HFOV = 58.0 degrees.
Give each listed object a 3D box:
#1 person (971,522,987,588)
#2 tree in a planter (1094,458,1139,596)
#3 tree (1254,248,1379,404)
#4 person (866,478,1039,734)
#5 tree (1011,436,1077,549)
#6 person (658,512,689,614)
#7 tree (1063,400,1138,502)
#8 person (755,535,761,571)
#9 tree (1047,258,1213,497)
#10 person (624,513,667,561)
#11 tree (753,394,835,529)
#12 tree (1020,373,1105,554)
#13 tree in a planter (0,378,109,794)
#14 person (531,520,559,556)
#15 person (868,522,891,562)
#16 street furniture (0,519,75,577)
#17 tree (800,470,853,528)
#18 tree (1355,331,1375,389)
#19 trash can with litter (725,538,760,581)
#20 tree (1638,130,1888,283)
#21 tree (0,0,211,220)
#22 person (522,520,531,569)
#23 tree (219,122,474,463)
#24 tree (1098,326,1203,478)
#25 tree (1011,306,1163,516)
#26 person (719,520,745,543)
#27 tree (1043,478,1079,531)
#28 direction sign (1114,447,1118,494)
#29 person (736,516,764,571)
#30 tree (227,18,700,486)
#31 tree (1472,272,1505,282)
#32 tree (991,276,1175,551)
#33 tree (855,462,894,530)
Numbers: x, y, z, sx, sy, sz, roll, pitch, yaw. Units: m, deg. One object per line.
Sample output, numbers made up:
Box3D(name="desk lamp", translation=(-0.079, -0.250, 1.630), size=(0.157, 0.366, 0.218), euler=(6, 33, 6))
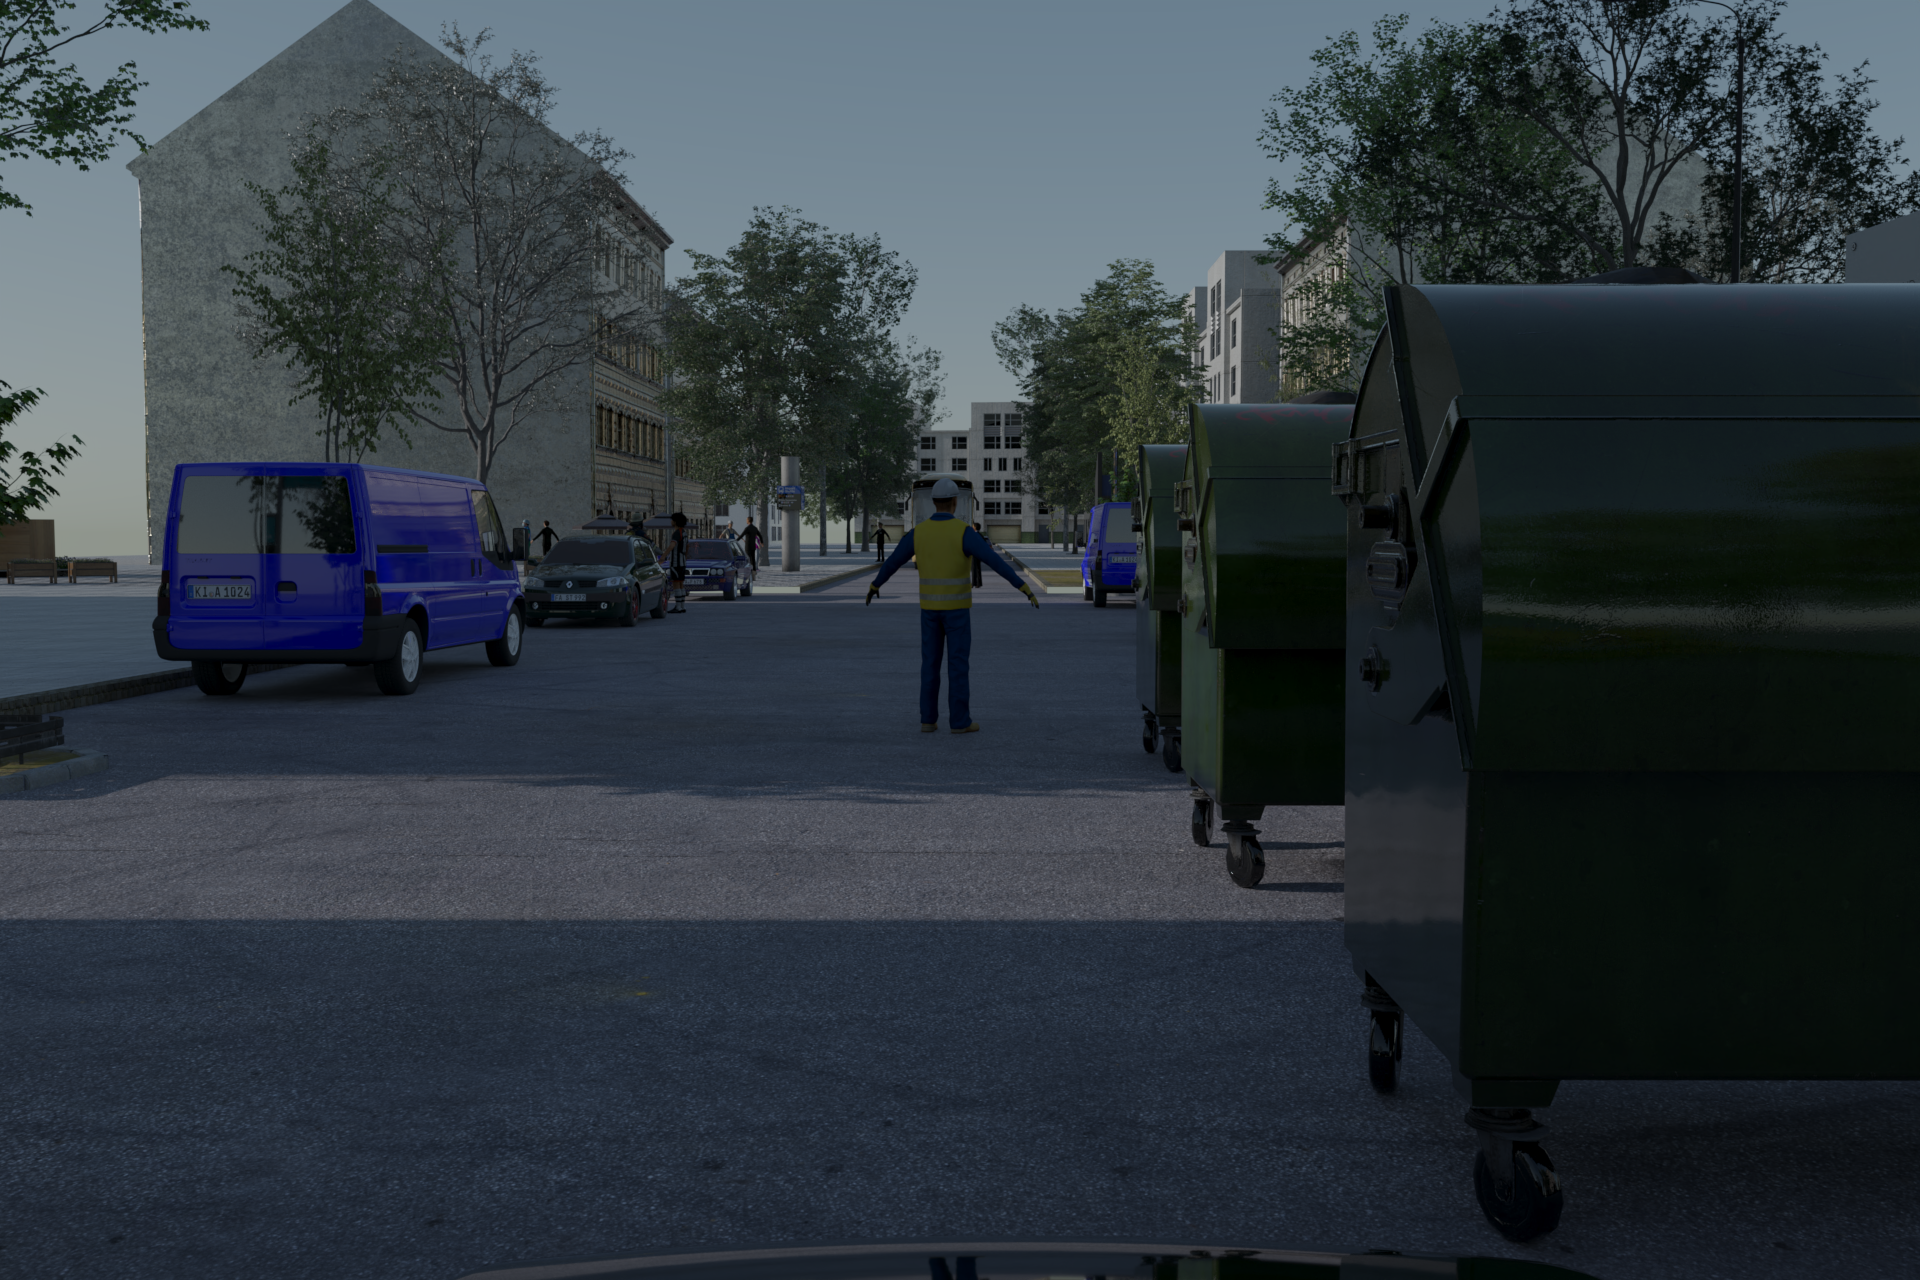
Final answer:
Box3D(name="person", translation=(0.364, -2.239, 45.786), size=(0.721, 1.740, 1.216), euler=(3, 4, 38))
Box3D(name="tree in a planter", translation=(3.966, -2.660, 40.710), size=(1.991, 3.239, 1.994), euler=(0, 3, 0))
Box3D(name="tree", translation=(9.436, -5.784, 44.927), size=(4.360, 8.622, 3.978), euler=(0, 3, 0))
Box3D(name="person", translation=(-0.095, -0.251, 12.536), size=(1.349, 1.833, 0.705), euler=(1, 4, 21))
Box3D(name="tree", translation=(8.087, -13.092, 148.474), size=(8.767, 10.594, 7.601), euler=(1, 4, 20))
Box3D(name="person", translation=(-5.129, -1.391, 31.344), size=(0.704, 1.843, 1.345), euler=(1, 4, 9))
Box3D(name="tree", translation=(7.401, -8.228, 84.893), size=(4.737, 8.622, 4.395), euler=(0, 3, 0))
Box3D(name="person", translation=(-7.024, -3.134, 60.509), size=(0.599, 1.433, 0.991), euler=(-1, 4, -8))
Box3D(name="tree", translation=(6.964, -9.419, 72.134), size=(7.486, 12.596, 7.792), euler=(0, 3, 0))
Box3D(name="person", translation=(-6.471, -1.628, 34.847), size=(1.354, 1.856, 0.705), euler=(2, 4, 32))
Box3D(name="tree", translation=(-8.465, -8.140, 83.451), size=(4.360, 8.622, 3.978), euler=(0, 3, 0))
Box3D(name="tree", translation=(7.463, -11.238, 109.495), size=(9.928, 11.665, 9.643), euler=(0, 3, 0))
Box3D(name="tree in a planter", translation=(-6.190, -0.781, 9.993), size=(1.991, 3.239, 1.994), euler=(0, 4, 1))
Box3D(name="person", translation=(-15.918, -3.698, 66.641), size=(0.705, 1.806, 1.347), euler=(3, 5, 40))
Box3D(name="person", translation=(-3.683, -4.521, 79.860), size=(1.347, 1.837, 0.705), euler=(3, 4, 36))
Box3D(name="street furniture", translation=(-30.541, -2.849, 53.443), size=(11.010, 1.723, 9.812), euler=(3, 4, 39))
Box3D(name="tree", translation=(-18.187, -19.363, 234.706), size=(7.486, 12.596, 7.792), euler=(0, 3, 0))
Box3D(name="tree", translation=(14.278, -6.346, 54.117), size=(4.737, 8.622, 4.395), euler=(0, 3, 0))
Box3D(name="trash can with litter", translation=(-6.036, -2.218, 47.644), size=(1.055, 1.170, 0.624), euler=(0, 4, 1))
Box3D(name="tree", translation=(24.144, -8.647, 51.742), size=(12.009, 13.543, 11.850), euler=(0, 3, 0))
Box3D(name="tree", translation=(-12.135, -5.672, 18.493), size=(9.928, 11.665, 9.643), euler=(0, 3, 0))
Box3D(name="person", translation=(-15.976, -3.522, 63.708), size=(0.704, 1.817, 1.347), euler=(-1, 4, -20))
Box3D(name="tree", translation=(-11.312, -5.000, 32.111), size=(4.737, 8.622, 4.395), euler=(0, 3, 0))
Box3D(name="tree", translation=(6.665, -6.779, 61.203), size=(4.737, 8.622, 4.395), euler=(0, 3, 0))
Box3D(name="tree", translation=(7.632, -11.620, 96.646), size=(9.857, 13.997, 8.962), euler=(0, 3, 0))
Box3D(name="person", translation=(-9.429, -4.004, 71.322), size=(1.347, 1.847, 0.705), euler=(-3, 5, -41))
Box3D(name="tree", translation=(8.635, -11.637, 140.628), size=(4.737, 8.622, 4.395), euler=(0, 3, 0))
Box3D(name="direction sign", translation=(4.106, -3.288, 45.753), size=(0.379, 3.537, 0.876), euler=(0, 4, 0))
Box3D(name="person", translation=(-6.198, -2.739, 51.014), size=(0.704, 1.802, 1.346), euler=(2, 4, 35))
Box3D(name="tree", translation=(-11.457, -8.006, 41.270), size=(12.009, 13.543, 11.850), euler=(0, 3, 0))
Box3D(name="tree", translation=(15.051, -6.025, 48.871), size=(4.360, 8.622, 3.978), euler=(0, 3, 0))
Box3D(name="tree", translation=(9.051, -16.543, 126.362), size=(12.611, 20.169, 13.585), euler=(0, 3, 0))
Box3D(name="tree", translation=(-7.520, -11.350, 135.935), size=(4.360, 8.622, 3.978), euler=(0, 3, 0))
